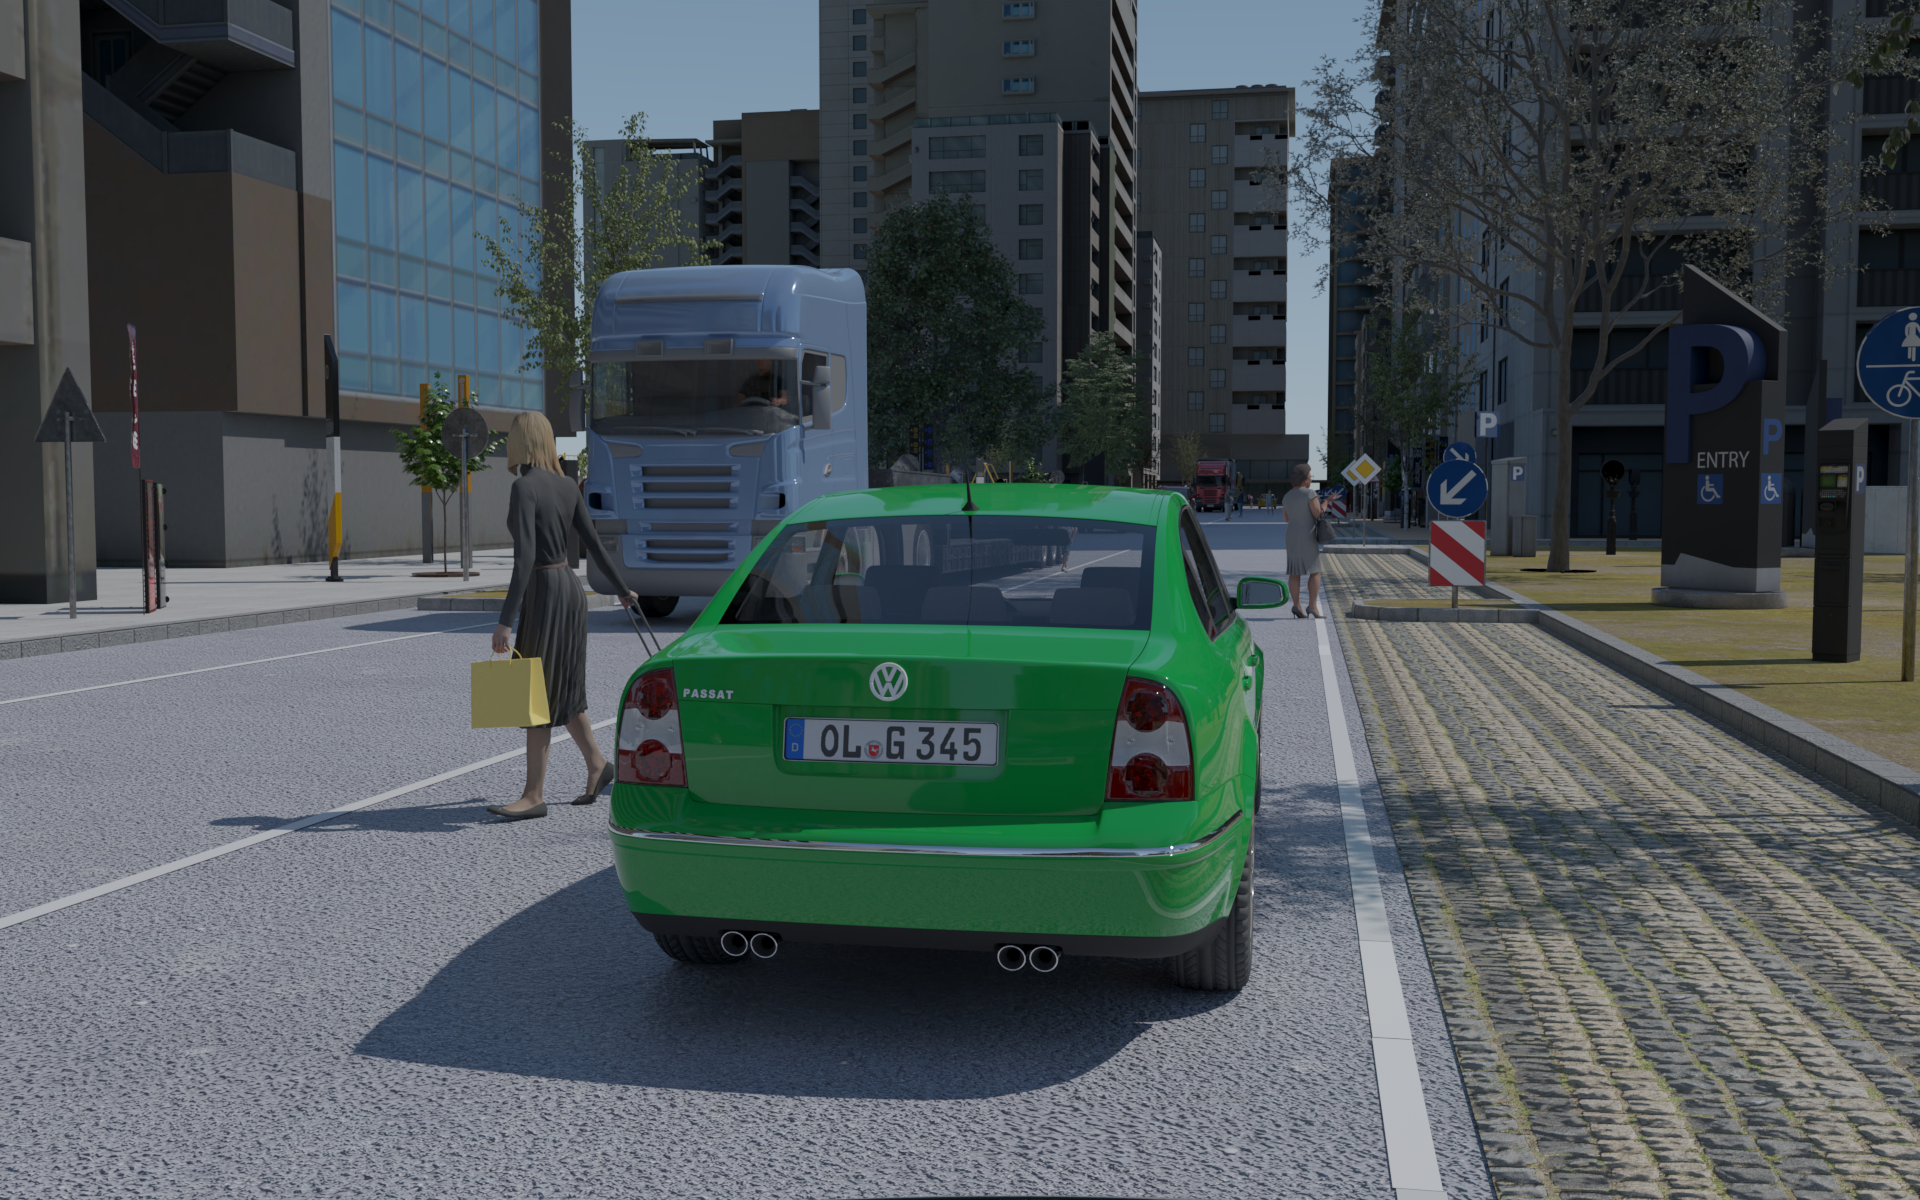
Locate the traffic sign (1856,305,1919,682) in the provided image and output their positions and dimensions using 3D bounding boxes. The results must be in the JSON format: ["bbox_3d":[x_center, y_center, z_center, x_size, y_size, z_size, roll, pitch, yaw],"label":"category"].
[{"bbox_3d":[6.497,-0.715,11.795,0.768,2.556,0.104,1,4,19],"label":"traffic sign"}]

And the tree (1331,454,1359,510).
[{"bbox_3d":[31.743,-9.572,140.218,4.285,4.588,4.351,0,3,0],"label":"tree"}]

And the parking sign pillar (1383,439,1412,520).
[{"bbox_3d":[21.495,-5.899,84.924,1.447,3.967,1.447,-2,4,-27],"label":"parking sign pillar"}]

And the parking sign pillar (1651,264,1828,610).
[{"bbox_3d":[8.723,-1.916,19.800,1.447,3.967,1.447,-2,4,-28],"label":"parking sign pillar"}]

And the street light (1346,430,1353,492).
[{"bbox_3d":[27.648,-9.186,122.984,0.468,5.910,1.993,1,4,11],"label":"street light"}]

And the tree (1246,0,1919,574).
[{"bbox_3d":[9.987,-7.198,28.055,12.009,13.543,11.850,0,3,0],"label":"tree"}]

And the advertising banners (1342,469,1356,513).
[{"bbox_3d":[26.897,-7.563,119.849,0.090,3.025,2.074,3,4,38],"label":"advertising banners"}]

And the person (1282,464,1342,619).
[{"bbox_3d":[4.061,-0.675,19.887,0.532,1.782,0.716,-3,4,-36],"label":"person"}]

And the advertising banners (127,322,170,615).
[{"bbox_3d":[-8.785,-1.378,18.724,0.090,3.025,2.074,-1,4,-17],"label":"advertising banners"}]

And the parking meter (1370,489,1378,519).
[{"bbox_3d":[21.164,-4.905,88.604,0.372,1.533,0.369,0,3,0],"label":"parking meter"}]

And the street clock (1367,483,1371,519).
[{"bbox_3d":[20.773,-5.092,87.829,0.358,2.002,0.471,1,4,11],"label":"street clock"}]

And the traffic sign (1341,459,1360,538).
[{"bbox_3d":[11.400,-2.842,50.106,0.795,2.450,0.064,1,4,11],"label":"traffic sign"}]

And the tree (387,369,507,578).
[{"bbox_3d":[-8.169,-1.984,27.044,1.663,3.219,1.824,0,3,0],"label":"tree"}]

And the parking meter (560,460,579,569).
[{"bbox_3d":[-6.717,-1.470,29.739,0.255,1.863,0.399,-2,4,-29],"label":"parking meter"}]

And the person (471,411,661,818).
[{"bbox_3d":[-1.567,0.045,7.986,1.509,1.804,0.699,-3,4,-38],"label":"person"}]

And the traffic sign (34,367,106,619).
[{"bbox_3d":[-9.129,-1.086,17.753,0.884,2.594,0.081,1,4,16],"label":"traffic sign"}]

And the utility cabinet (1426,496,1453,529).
[{"bbox_3d":[17.695,-3.219,63.788,1.020,1.237,0.306,0,4,-2],"label":"utility cabinet"}]

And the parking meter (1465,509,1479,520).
[{"bbox_3d":[15.976,-2.960,54.101,0.399,1.863,0.255,3,4,37],"label":"parking meter"}]

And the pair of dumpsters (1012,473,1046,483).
[{"bbox_3d":[3.157,-4.687,79.134,1.574,2.255,4.437,1,4,11],"label":"pair of dumpsters"}]

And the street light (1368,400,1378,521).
[{"bbox_3d":[19.984,-6.787,83.752,0.468,5.910,1.993,1,4,11],"label":"street light"}]

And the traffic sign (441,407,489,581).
[{"bbox_3d":[-7.264,-1.547,25.394,0.768,2.556,0.104,1,4,15],"label":"traffic sign"}]

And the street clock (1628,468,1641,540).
[{"bbox_3d":[18.713,-2.662,48.098,0.358,2.002,0.471,1,4,9],"label":"street clock"}]

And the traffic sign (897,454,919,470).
[{"bbox_3d":[-1.680,-3.360,55.050,0.768,2.556,0.104,1,4,11],"label":"traffic sign"}]

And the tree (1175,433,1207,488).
[{"bbox_3d":[27.004,-15.444,202.870,4.737,8.622,4.395,0,3,0],"label":"tree"}]

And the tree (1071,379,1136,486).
[{"bbox_3d":[9.221,-9.852,111.435,4.737,8.622,4.395,0,3,0],"label":"tree"}]

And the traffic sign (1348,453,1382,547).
[{"bbox_3d":[9.873,-2.362,42.268,0.795,2.450,0.064,1,4,11],"label":"traffic sign"}]

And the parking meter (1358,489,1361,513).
[{"bbox_3d":[27.214,-6.850,117.713,0.255,1.863,0.399,1,4,15],"label":"parking meter"}]

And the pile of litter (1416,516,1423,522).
[{"bbox_3d":[21.430,-4.005,79.452,1.176,0.858,1.719,3,5,40],"label":"pile of litter"}]

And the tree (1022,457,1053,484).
[{"bbox_3d":[3.386,-5.410,83.049,1.663,3.219,1.824,0,3,0],"label":"tree"}]

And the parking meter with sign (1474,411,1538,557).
[{"bbox_3d":[11.335,-2.421,35.844,0.543,3.016,1.738,-1,4,-15],"label":"parking meter with sign"}]

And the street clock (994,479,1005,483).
[{"bbox_3d":[1.864,-4.725,81.824,0.471,2.002,0.358,-2,4,-25],"label":"street clock"}]

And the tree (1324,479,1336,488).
[{"bbox_3d":[39.168,-11.402,181.016,1.663,3.219,1.824,0,3,0],"label":"tree"}]

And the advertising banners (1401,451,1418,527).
[{"bbox_3d":[17.913,-4.458,69.081,0.090,3.025,2.074,0,4,-2],"label":"advertising banners"}]

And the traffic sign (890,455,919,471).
[{"bbox_3d":[-1.455,-2.498,44.487,0.795,2.450,0.064,1,4,11],"label":"traffic sign"}]

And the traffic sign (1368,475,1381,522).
[{"bbox_3d":[19.154,-4.927,80.565,0.884,2.594,0.081,1,4,17],"label":"traffic sign"}]

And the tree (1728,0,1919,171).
[{"bbox_3d":[5.391,-3.499,7.574,4.360,8.622,3.978,0,3,0],"label":"tree"}]

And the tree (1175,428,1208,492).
[{"bbox_3d":[25.044,-14.797,192.297,4.360,8.622,3.978,0,3,0],"label":"tree"}]

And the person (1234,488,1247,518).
[{"bbox_3d":[17.102,-5.913,105.533,0.721,1.781,0.623,3,5,45],"label":"person"}]

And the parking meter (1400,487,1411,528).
[{"bbox_3d":[16.690,-3.451,64.841,0.372,1.533,0.369,0,3,0],"label":"parking meter"}]

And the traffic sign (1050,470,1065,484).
[{"bbox_3d":[5.130,-5.583,91.392,0.768,2.556,0.104,1,4,15],"label":"traffic sign"}]

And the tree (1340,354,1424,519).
[{"bbox_3d":[22.148,-8.581,90.656,4.360,8.622,3.978,0,3,0],"label":"tree"}]

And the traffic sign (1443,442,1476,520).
[{"bbox_3d":[12.132,-2.569,42.108,0.768,2.556,0.104,1,4,13],"label":"traffic sign"}]

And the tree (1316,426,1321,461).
[{"bbox_3d":[37.612,-13.613,172.941,4.737,8.622,4.395,0,3,0],"label":"tree"}]

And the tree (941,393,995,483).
[{"bbox_3d":[-0.702,-9.140,99.808,4.737,8.622,4.395,0,3,0],"label":"tree"}]

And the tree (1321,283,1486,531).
[{"bbox_3d":[15.717,-6.717,60.185,4.737,8.622,4.395,0,3,0],"label":"tree"}]

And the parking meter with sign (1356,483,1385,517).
[{"bbox_3d":[22.943,-6.142,96.685,1.738,3.016,0.543,3,4,39],"label":"parking meter with sign"}]

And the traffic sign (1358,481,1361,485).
[{"bbox_3d":[23.581,-6.176,100.983,0.884,2.594,0.081,1,4,15],"label":"traffic sign"}]

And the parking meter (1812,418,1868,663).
[{"bbox_3d":[6.738,-0.462,13.266,0.255,1.863,0.399,3,5,45],"label":"parking meter"}]

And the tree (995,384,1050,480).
[{"bbox_3d":[4.047,-10.000,113.864,4.737,8.622,4.395,0,3,0],"label":"tree"}]

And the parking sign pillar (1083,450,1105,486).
[{"bbox_3d":[8.222,-7.219,106.503,1.447,3.967,1.447,0,4,-5],"label":"parking sign pillar"}]

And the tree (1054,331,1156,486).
[{"bbox_3d":[10.038,-12.425,121.278,7.486,12.596,7.792,0,3,0],"label":"tree"}]

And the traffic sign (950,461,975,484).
[{"bbox_3d":[0.072,-2.978,52.325,0.795,2.450,0.064,1,4,11],"label":"traffic sign"}]

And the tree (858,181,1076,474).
[{"bbox_3d":[-0.816,-8.994,64.053,9.611,12.733,9.660,0,3,0],"label":"tree"}]

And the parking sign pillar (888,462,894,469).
[{"bbox_3d":[-4.181,-7.233,106.726,1.447,3.967,1.447,-1,4,-17],"label":"parking sign pillar"}]

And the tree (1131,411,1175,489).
[{"bbox_3d":[15.614,-12.060,147.537,4.360,8.622,3.978,0,3,0],"label":"tree"}]

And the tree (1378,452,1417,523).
[{"bbox_3d":[19.155,-5.012,76.543,1.663,3.219,1.824,0,3,0],"label":"tree"}]

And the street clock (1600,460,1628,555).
[{"bbox_3d":[13.721,-1.950,36.451,0.471,2.002,0.358,1,4,16],"label":"street clock"}]

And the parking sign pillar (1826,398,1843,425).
[{"bbox_3d":[17.600,-2.869,35.387,1.447,3.967,1.447,1,4,16],"label":"parking sign pillar"}]

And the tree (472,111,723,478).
[{"bbox_3d":[-6.687,-5.038,32.742,4.737,8.622,4.395,0,3,0],"label":"tree"}]
